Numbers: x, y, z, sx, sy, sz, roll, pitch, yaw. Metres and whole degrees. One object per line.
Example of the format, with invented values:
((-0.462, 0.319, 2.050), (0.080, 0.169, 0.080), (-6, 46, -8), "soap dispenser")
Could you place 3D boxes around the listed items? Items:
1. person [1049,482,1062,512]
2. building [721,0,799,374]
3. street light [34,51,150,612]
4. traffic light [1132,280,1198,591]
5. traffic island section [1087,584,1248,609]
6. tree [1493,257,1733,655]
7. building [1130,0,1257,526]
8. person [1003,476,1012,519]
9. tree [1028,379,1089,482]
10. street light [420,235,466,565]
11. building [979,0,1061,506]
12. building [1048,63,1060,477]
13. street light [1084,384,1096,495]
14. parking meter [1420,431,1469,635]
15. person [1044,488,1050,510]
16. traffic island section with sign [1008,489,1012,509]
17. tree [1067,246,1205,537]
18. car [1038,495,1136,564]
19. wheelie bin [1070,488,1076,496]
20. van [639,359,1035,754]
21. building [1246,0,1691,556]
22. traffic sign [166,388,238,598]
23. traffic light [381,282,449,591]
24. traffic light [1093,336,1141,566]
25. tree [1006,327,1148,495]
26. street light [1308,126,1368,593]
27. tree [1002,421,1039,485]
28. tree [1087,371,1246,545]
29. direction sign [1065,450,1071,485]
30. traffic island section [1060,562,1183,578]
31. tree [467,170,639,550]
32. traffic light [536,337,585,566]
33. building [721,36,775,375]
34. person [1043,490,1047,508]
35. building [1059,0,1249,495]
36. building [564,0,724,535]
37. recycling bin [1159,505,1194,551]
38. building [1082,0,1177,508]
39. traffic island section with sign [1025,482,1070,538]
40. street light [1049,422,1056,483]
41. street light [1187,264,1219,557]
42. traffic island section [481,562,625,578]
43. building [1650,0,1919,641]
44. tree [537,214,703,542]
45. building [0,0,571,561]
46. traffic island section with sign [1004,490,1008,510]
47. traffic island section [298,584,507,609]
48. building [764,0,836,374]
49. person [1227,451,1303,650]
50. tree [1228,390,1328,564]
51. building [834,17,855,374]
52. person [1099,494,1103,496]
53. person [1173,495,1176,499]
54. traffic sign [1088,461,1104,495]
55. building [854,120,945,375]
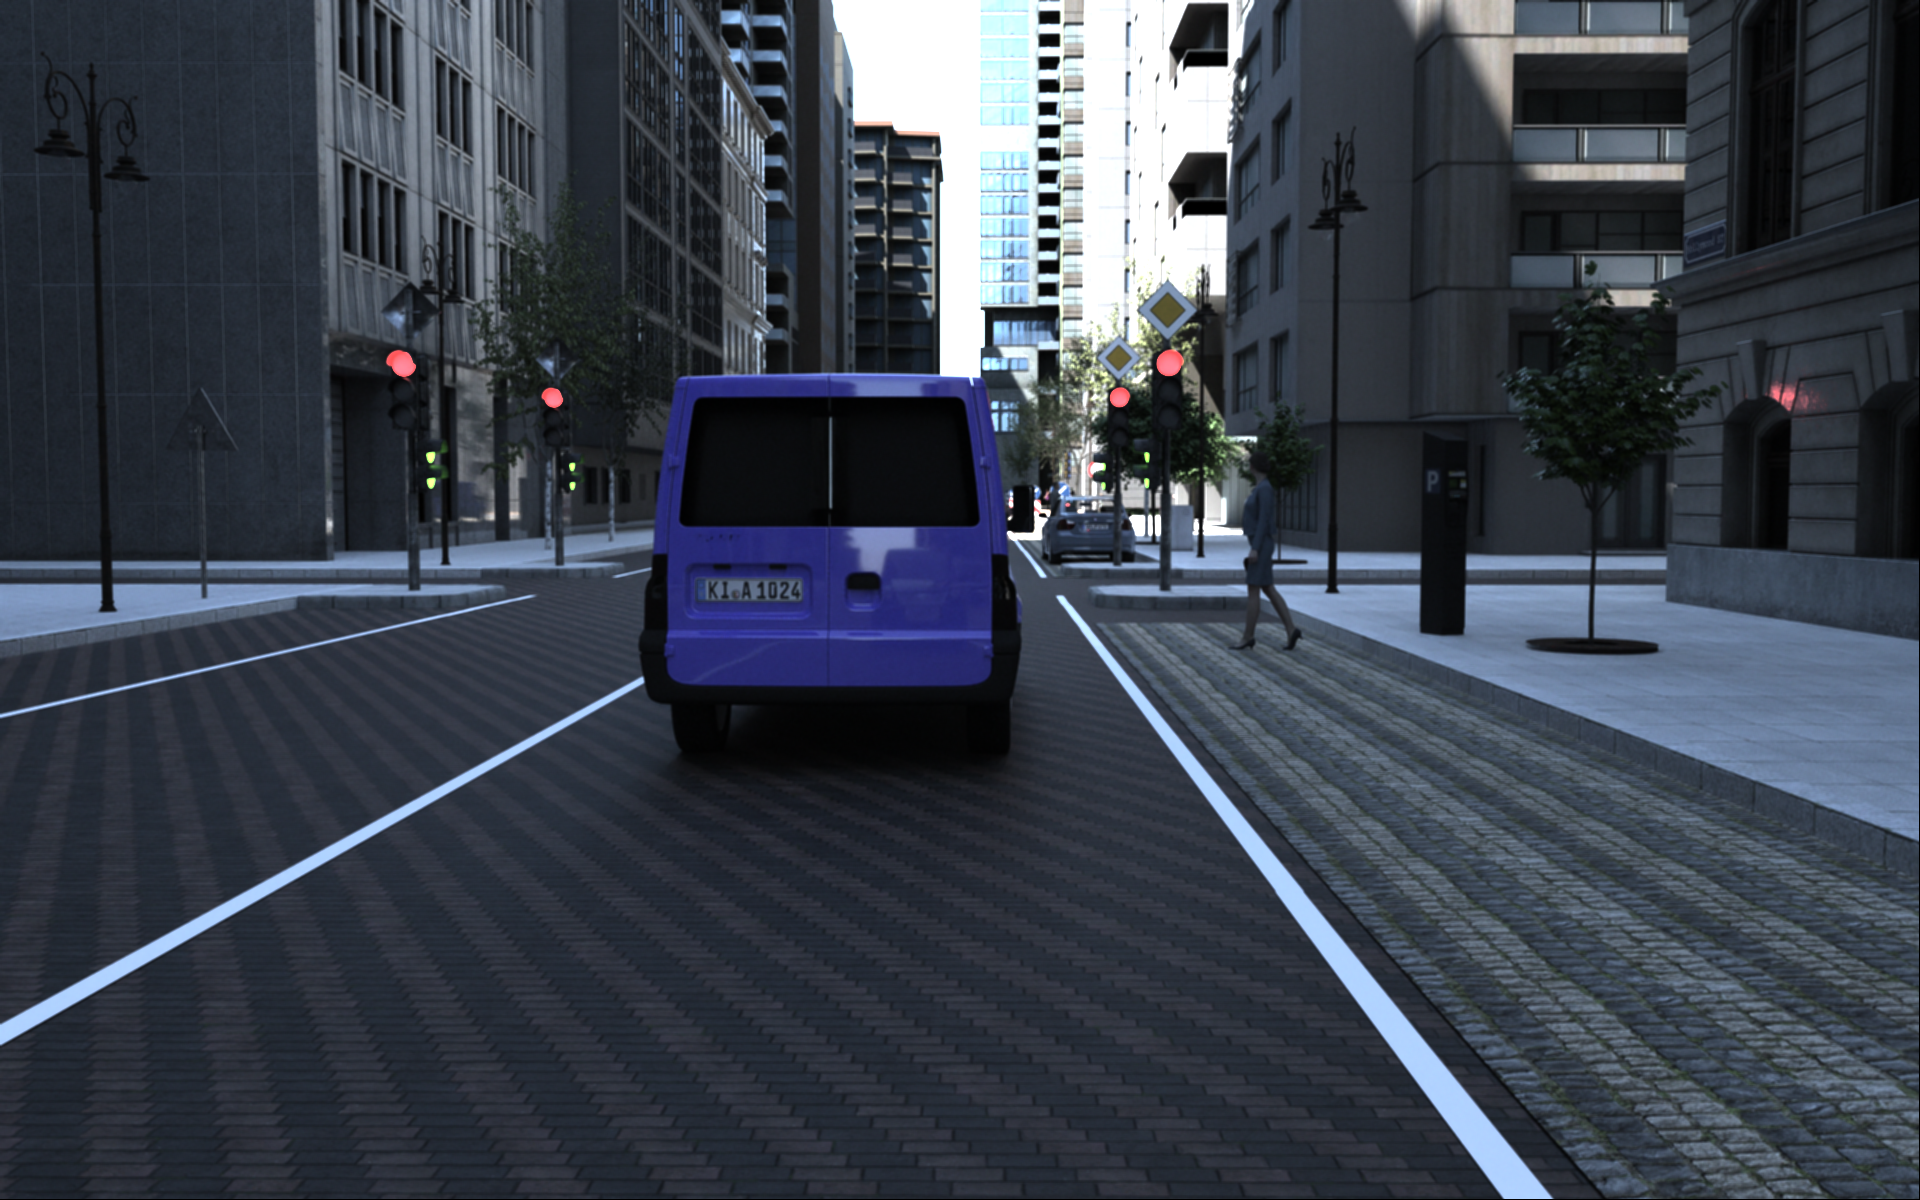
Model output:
((2.949, -2.706, 52.842), (0.767, 1.812, 0.694), (1, 4, 20), "person")
((-22.109, -49.374, 119.943), (22.319, 86.520, 31.000), (0, 4, 1), "building")
((-9.302, -2.810, 18.728), (0.468, 5.910, 1.993), (0, 4, 1), "street light")
((2.706, -2.077, 22.873), (0.839, 4.253, 0.868), (0, 4, 1), "traffic light")
((2.746, -0.043, 22.986), (2.009, 0.180, 2.903), (0, 4, 1), "traffic island section")
((5.182, -1.209, 14.376), (1.663, 3.219, 1.824), (0, 3, 0), "tree")
((21.858, -29.629, 73.674), (28.713, 52.752, 27.495), (0, 4, 1), "building")
((0.319, -0.755, 21.198), (0.716, 1.782, 0.532), (-2, 4, -28), "person")
((6.182, -9.732, 109.481), (4.360, 8.622, 3.978), (0, 3, 0), "tree")
((-9.327, -3.574, 31.221), (0.468, 5.910, 1.993), (0, 4, 1), "street light")
((13.925, -54.332, 200.993), (31.000, 86.520, 22.319), (0, 4, 1), "building")
((20.608, -33.297, 164.019), (23.786, 49.044, 30.456), (0, 4, 1), "building")
((5.286, -5.952, 70.096), (0.468, 5.910, 1.993), (0, 4, 1), "street light")
((4.427, -0.619, 15.831), (0.255, 1.863, 0.399), (-1, 4, -22), "parking meter")
((6.786, -7.871, 135.416), (0.721, 1.739, 1.217), (1, 4, 18), "person")
((3.431, -4.579, 83.502), (1.989, 1.847, 2.006), (0, 4, 1), "traffic island section with sign")
((5.487, -6.202, 51.762), (4.737, 8.622, 4.395), (0, 3, 0), "tree")
((2.664, -1.493, 36.415), (2.014, 1.417, 4.499), (0, 4, 0), "car")
((5.364, -4.757, 85.680), (0.693, 1.594, 0.980), (-2, 4, -33), "wheelie bin")
((-0.602, -0.419, 11.237), (2.240, 2.365, 5.245), (0, 4, 1), "van")
((14.178, -21.816, 40.291), (14.086, 41.232, 14.154), (0, 4, 1), "building")
((-9.300, -1.299, 21.245), (0.884, 2.594, 0.081), (0, 4, 1), "traffic sign")
((-7.255, -2.082, 22.968), (0.839, 4.253, 0.868), (0, 4, 1), "traffic light")
((2.796, -2.565, 30.857), (0.839, 4.253, 0.868), (0, 4, 1), "traffic light")
((6.631, -9.984, 97.657), (8.767, 10.594, 7.601), (-1, 4, -23), "tree")
((4.832, -3.029, 22.305), (0.468, 5.910, 1.993), (0, 4, 1), "street light")
((6.161, -13.355, 168.715), (4.737, 8.622, 4.395), (0, 3, 0), "tree")
((4.972, -3.720, 44.539), (4.285, 4.588, 4.351), (0, 3, 0), "tree")
((5.594, -5.994, 90.000), (0.379, 3.537, 0.876), (-1, 4, -16), "direction sign")
((2.836, -0.531, 30.971), (2.009, 0.180, 2.903), (0, 4, 1), "traffic island section")
((-9.536, -5.484, 40.026), (4.737, 8.622, 4.395), (0, 3, 0), "tree")
((-7.165, -2.571, 30.953), (0.839, 4.253, 0.868), (0, 4, 1), "traffic light")
((-17.146, -17.866, 89.371), (12.463, 27.353, 25.104), (0, 4, 1), "building")
((7.651, -8.954, 153.916), (0.593, 1.643, 0.415), (-1, 4, -17), "person")
((15.125, -28.042, 142.079), (14.154, 41.232, 14.086), (0, 4, 1), "building")
((-17.361, -16.553, 64.154), (14.314, 27.812, 24.014), (0, 4, 1), "building")
((4.907, -1.635, 39.282), (0.722, 1.027, 0.722), (0, 4, 3), "recycling bin")
((19.136, -35.376, 120.396), (21.231, 58.520, 28.212), (0, 4, 1), "building")
((3.131, -2.931, 56.548), (1.989, 1.847, 2.006), (0, 4, 1), "traffic island section with sign")
((5.714, -8.125, 105.625), (0.468, 5.910, 1.993), (0, 4, 1), "street light")
((4.882, -3.803, 34.964), (0.468, 5.910, 1.993), (0, 4, 1), "street light")
((-7.205, -0.539, 31.088), (2.009, 0.180, 2.903), (0, 4, 1), "traffic island section")
((13.401, -11.249, 2.998), (14.460, 24.649, 34.723), (0, 4, 1), "building")
((-9.192, -5.890, 46.657), (4.360, 8.622, 3.978), (0, 3, 0), "tree")
((-17.989, -13.718, 42.318), (12.078, 24.808, 19.932), (0, 4, 1), "building")
((4.298, -9.242, 159.737), (1.989, 1.847, 2.006), (0, 4, 1), "traffic island section with sign")
((-7.295, -0.050, 23.103), (2.009, 0.180, 2.903), (0, 4, 1), "traffic island section")
((-17.833, -30.190, 143.712), (14.600, 45.320, 14.200), (0, 4, 1), "building")
((2.783, -0.444, 15.785), (0.654, 1.822, 0.581), (2, 4, 27), "person")
((5.943, -2.301, 32.222), (1.663, 3.219, 1.824), (0, 3, 0), "tree")
((-21.556, -33.385, 169.547), (21.600, 48.544, 21.300), (0, 4, 1), "building")
((6.040, -3.962, 75.072), (0.590, 1.304, 0.306), (-1, 4, -16), "person")
((11.727, -5.337, 93.501), (0.583, 1.804, 0.606), (0, 4, -3), "person")
((5.107, -3.905, 63.956), (0.768, 2.556, 0.104), (1, 4, 8), "traffic sign")
((-16.374, -33.508, 202.482), (28.867, 44.769, 22.147), (0, 4, 1), "building")
